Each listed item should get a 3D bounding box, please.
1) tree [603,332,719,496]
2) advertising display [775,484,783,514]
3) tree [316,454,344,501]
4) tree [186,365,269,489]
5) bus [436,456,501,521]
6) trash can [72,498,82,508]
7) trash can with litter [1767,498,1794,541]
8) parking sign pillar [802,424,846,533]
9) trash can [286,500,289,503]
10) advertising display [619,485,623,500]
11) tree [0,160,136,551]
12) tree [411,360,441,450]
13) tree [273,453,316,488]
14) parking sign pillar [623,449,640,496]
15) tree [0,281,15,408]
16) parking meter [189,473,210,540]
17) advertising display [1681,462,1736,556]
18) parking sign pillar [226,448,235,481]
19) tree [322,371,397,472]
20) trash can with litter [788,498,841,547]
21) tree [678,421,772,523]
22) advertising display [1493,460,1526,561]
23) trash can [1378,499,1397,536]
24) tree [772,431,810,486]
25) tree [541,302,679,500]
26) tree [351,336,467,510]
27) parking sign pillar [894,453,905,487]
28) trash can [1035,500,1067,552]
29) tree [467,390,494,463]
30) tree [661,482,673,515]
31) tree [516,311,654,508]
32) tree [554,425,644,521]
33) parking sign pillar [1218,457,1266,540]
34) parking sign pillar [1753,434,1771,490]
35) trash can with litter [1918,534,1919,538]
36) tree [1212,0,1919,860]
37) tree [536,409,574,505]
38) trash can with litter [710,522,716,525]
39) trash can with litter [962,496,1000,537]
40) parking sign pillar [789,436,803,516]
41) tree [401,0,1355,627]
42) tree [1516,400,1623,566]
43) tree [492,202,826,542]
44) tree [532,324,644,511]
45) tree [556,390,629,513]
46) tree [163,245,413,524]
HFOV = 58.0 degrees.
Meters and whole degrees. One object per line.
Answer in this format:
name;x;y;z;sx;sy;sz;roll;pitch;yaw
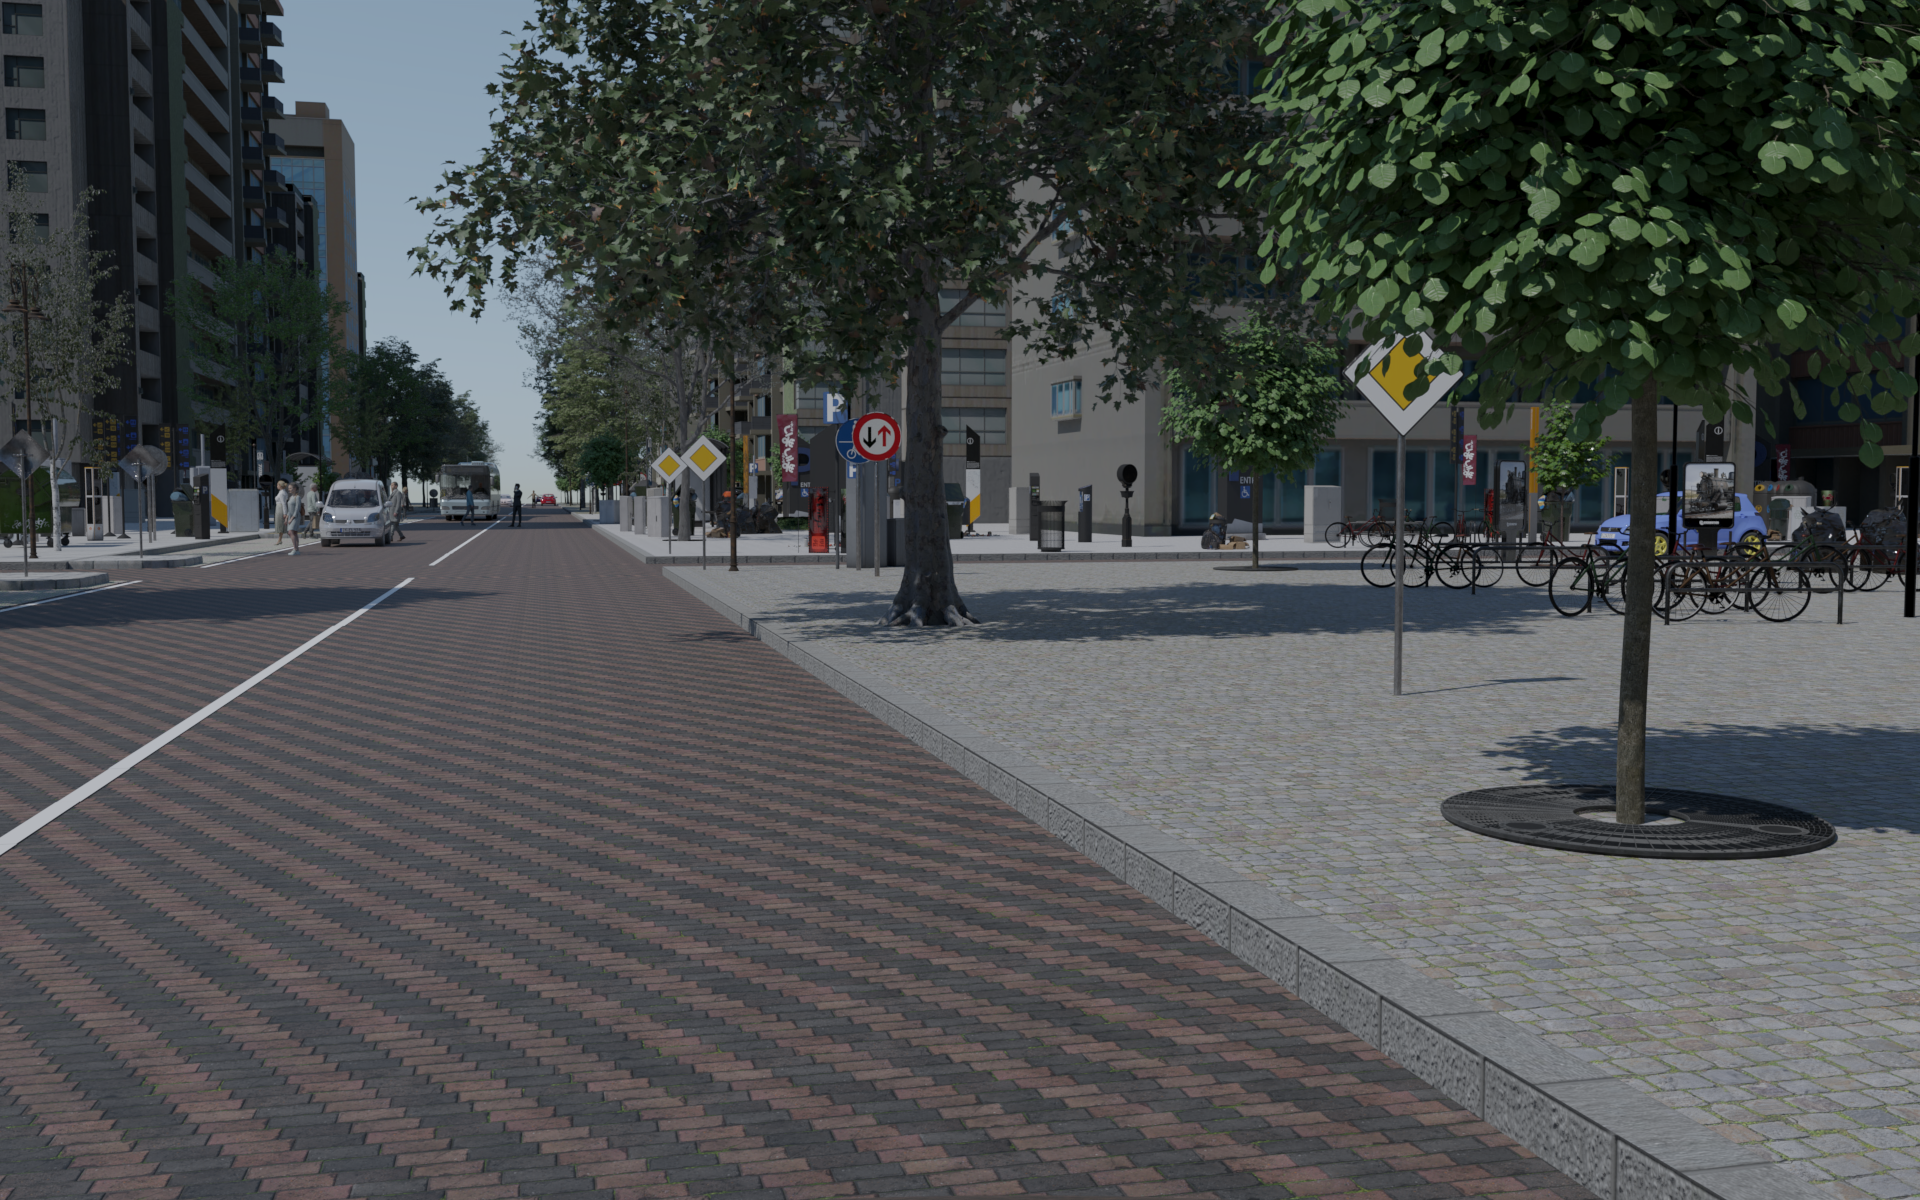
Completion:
tree;-9.723;-6.539;57.275;4.360;8.622;3.978;0;3;0
advertising display;-11.661;-6.532;112.003;0.123;1.923;0.974;-3;4;-37
tree;-30.567;-5.428;83.357;1.663;3.219;1.824;0;3;0
tree;-40.080;-8.879;95.536;4.737;8.622;4.395;0;3;0
bus;-27.217;-6.218;96.523;2.948;3.499;13.247;-1;4;-12
trash can;-36.422;-3.636;71.103;0.748;1.137;0.748;0;3;0
trash can with litter;22.374;-2.195;47.274;0.624;1.170;1.055;2;4;33
parking sign pillar;-4.315;-4.226;57.564;1.447;3.967;1.447;0;4;3
trash can;-29.412;-3.952;76.261;0.748;1.137;0.748;0;3;0
advertising display;-20.220;-6.037;103.915;0.123;1.923;0.974;0;4;8
tree;-20.204;-5.387;38.433;4.360;8.622;3.978;0;3;0
tree;-40.786;-12.012;122.147;9.928;11.665;9.643;0;3;0
tree;-31.277;-5.288;81.053;1.663;3.219;1.824;0;3;0
parking sign pillar;-20.523;-7.315;108.079;1.447;3.967;1.447;-3;5;-44
tree;-15.360;-6.218;18.673;9.611;12.733;9.660;0;3;0
parking meter;-21.436;-2.644;48.945;0.255;1.863;0.399;1;4;20
advertising display;14.935;-1.796;34.572;0.974;1.923;0.123;1;4;13
parking sign pillar;-42.820;-6.910;101.455;1.447;3.967;1.447;-1;4;-12
tree;-36.469;-9.428;104.518;4.737;8.622;4.395;0;3;0
trash can with litter;-2.957;-1.911;42.302;2.233;1.210;1.678;1;4;14
tree;-11.084;-5.789;78.363;4.285;4.588;4.351;0;3;0
advertising display;10.386;-1.683;32.739;0.974;1.923;0.123;-3;5;-42
trash can;13.094;-2.518;52.817;0.748;1.137;0.748;0;3;0
tree;-8.582;-6.569;91.125;4.285;4.588;4.351;0;3;0
tree;-17.952;-10.534;90.353;7.486;12.596;7.792;0;3;0
tree;-44.392;-14.172;138.368;9.857;13.997;8.962;0;3;0
parking sign pillar;-3.268;-6.526;95.179;1.447;3.967;1.447;1;4;12
trash can;2.018;-1.632;38.343;0.748;1.137;0.748;0;3;0
tree;-54.354;-16.813;181.543;9.857;13.997;8.962;0;3;0
tree;-17.053;-6.761;105.136;1.663;3.219;1.824;0;3;0
tree;-33.588;-18.310;155.264;12.611;20.169;13.585;0;3;0
tree;-16.742;-6.009;81.966;4.285;4.588;4.351;0;3;0
parking sign pillar;7.861;-3.673;48.518;1.447;3.967;1.447;-2;4;-31
parking sign pillar;28.572;-4.533;62.583;1.447;3.967;1.447;2;4;27
trash can with litter;27.944;-2.411;50.483;1.678;1.210;2.233;-3;5;-44
tree;2.625;-1.396;6.547;4.285;4.588;4.351;0;3;0
tree;-44.584;-16.617;197.444;9.928;11.665;9.643;0;3;0
trash can with litter;-10.123;-3.723;72.258;0.624;1.170;1.055;0;4;1
trash can with litter;0.459;-2.538;52.546;2.233;1.210;1.678;-3;5;-40
parking sign pillar;-6.501;-5.135;72.429;1.447;3.967;1.447;-1;4;-9
tree;-0.436;-6.102;16.780;9.611;12.733;9.660;0;3;0
tree;10.376;-2.151;29.775;1.663;3.219;1.824;0;3;0
tree;-7.371;-8.348;46.853;12.009;13.543;11.850;0;3;0
tree;-27.415;-13.689;130.466;9.857;13.997;8.962;0;3;0
tree;-24.005;-10.059;114.834;4.737;8.622;4.395;0;3;0
tree;-29.236;-9.042;73.585;9.928;11.665;9.643;0;3;0
